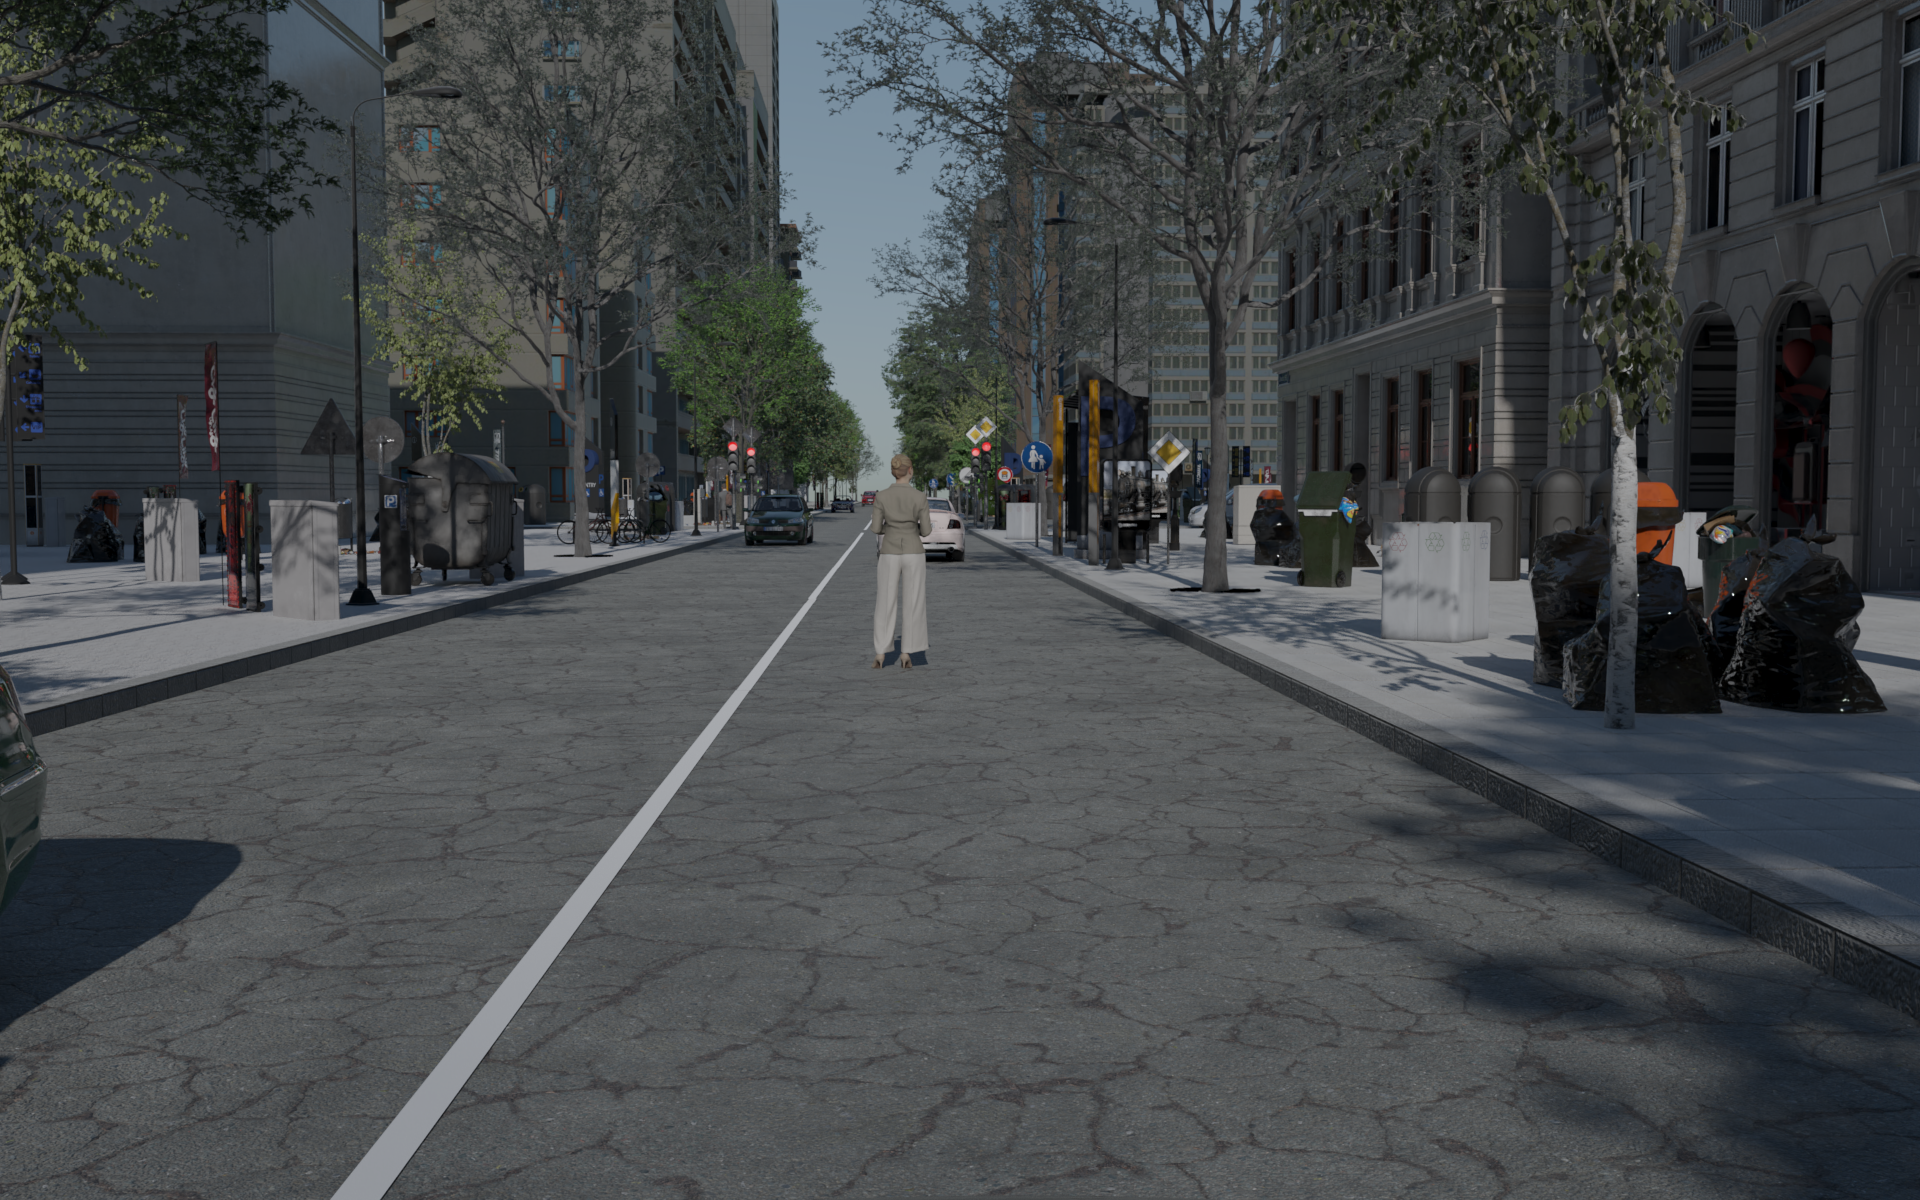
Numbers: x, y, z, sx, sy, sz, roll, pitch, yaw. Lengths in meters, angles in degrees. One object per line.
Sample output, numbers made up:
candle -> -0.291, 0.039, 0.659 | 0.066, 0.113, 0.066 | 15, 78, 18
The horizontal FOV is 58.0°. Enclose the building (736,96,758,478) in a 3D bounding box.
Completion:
building -> -27.658, -29.920, 172.794 | 14.154, 41.232, 14.086 | 0, 4, -2

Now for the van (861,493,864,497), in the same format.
van -> -11.564, -13.015, 219.812 | 2.013, 2.044, 4.112 | 0, 4, -2

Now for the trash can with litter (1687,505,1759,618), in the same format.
trash can with litter -> 7.776, -0.404, 17.999 | 0.624, 1.170, 1.055 | -1, 4, -15

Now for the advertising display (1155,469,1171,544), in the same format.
advertising display -> 4.980, -2.428, 44.905 | 0.974, 1.923, 0.123 | 0, 4, -1

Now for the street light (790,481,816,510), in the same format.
street light -> -9.552, -8.006, 103.444 | 1.470, 5.913, 1.316 | 0, 4, -2

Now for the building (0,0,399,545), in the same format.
building -> -27.284, -12.949, 47.881 | 21.152, 22.565, 11.583 | 0, 4, -2

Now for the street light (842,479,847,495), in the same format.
street light -> -12.536, -12.655, 179.457 | 1.470, 5.913, 1.316 | 0, 4, -2

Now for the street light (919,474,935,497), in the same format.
street light -> -2.881, -11.181, 155.356 | 1.470, 5.913, 1.316 | 0, 4, -2

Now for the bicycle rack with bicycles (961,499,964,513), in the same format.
bicycle rack with bicycles -> 0.457, -6.224, 115.149 | 2.925, 0.926, 2.852 | 0, 4, 7

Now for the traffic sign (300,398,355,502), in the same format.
traffic sign -> -8.514, -1.437, 23.494 | 0.884, 2.594, 0.081 | 0, 4, 4

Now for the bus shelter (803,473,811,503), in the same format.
bus shelter -> -12.580, -8.624, 134.927 | 2.014, 3.302, 5.546 | 0, 4, -2

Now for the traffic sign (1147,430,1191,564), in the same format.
traffic sign -> 3.792, -1.855, 31.511 | 0.795, 2.450, 0.064 | 0, 4, 5

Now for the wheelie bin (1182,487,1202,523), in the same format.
wheelie bin -> 10.377, -4.276, 77.828 | 0.980, 1.594, 0.693 | -3, 4, -36

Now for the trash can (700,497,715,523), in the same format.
trash can -> -10.811, -3.840, 74.440 | 0.748, 1.137, 0.748 | 0, 3, 0

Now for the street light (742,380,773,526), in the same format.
street light -> -8.290, -5.983, 70.368 | 1.470, 5.913, 1.316 | 0, 4, -2

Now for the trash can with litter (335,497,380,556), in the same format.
trash can with litter -> -12.863, -1.594, 37.126 | 1.678, 1.210, 2.233 | 2, 4, 29

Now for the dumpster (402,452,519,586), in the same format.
dumpster -> -7.128, -1.163, 24.779 | 1.264, 1.857, 1.865 | 0, 4, -2

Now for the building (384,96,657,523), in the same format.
building -> -31.813, -15.023, 90.669 | 27.650, 21.520, 28.899 | 0, 4, -2

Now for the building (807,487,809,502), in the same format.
building -> -33.111, -31.937, 293.876 | 14.160, 30.474, 14.107 | 0, 4, -2

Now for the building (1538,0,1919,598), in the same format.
building -> 17.515, -10.973, 21.211 | 13.314, 21.916, 24.055 | 0, 4, -2

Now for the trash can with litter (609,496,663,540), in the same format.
trash can with litter -> -9.221, -2.322, 49.017 | 1.678, 1.210, 2.233 | 1, 4, 17

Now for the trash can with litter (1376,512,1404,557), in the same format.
trash can with litter -> 9.022, -1.460, 35.255 | 1.055, 1.170, 0.624 | 2, 4, 25

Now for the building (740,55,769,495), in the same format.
building -> -32.350, -34.649, 190.211 | 21.300, 48.544, 21.600 | 0, 4, -2

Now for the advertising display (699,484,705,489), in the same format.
advertising display -> -17.010, -6.667, 114.226 | 0.123, 1.923, 0.974 | -1, 4, -23

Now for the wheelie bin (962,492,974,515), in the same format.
wheelie bin -> 0.560, -6.061, 107.006 | 0.693, 1.594, 0.980 | 2, 4, 25

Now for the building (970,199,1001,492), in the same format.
building -> 9.298, -36.985, 254.822 | 14.600, 45.320, 14.200 | 0, 4, -2

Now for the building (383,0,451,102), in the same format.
building -> -30.662, -30.890, 128.745 | 21.300, 48.544, 21.600 | 0, 4, -2

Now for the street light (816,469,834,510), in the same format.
street light -> -10.868, -10.029, 136.518 | 1.470, 5.913, 1.316 | 0, 4, -2

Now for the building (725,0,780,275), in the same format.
building -> -33.847, -49.393, 245.832 | 20.563, 71.187, 20.611 | 0, 4, -2

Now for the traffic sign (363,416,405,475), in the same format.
traffic sign -> -9.465, -1.728, 28.354 | 0.768, 2.556, 0.104 | 0, 4, 6

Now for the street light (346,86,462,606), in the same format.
street light -> -6.371, -2.895, 19.874 | 1.470, 5.913, 1.316 | 0, 4, -2

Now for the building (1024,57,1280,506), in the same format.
building -> 22.354, -28.544, 158.570 | 32.217, 40.220, 23.993 | 0, 4, -2

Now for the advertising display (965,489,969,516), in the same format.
advertising display -> 0.390, -6.000, 103.306 | 0.123, 1.923, 0.974 | 0, 4, -7

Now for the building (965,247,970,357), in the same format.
building -> 12.114, -38.900, 290.643 | 22.147, 44.769, 28.867 | 0, 4, -2

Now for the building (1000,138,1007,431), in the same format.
building -> 16.048, -33.281, 198.770 | 22.147, 44.769, 28.867 | 0, 4, -2

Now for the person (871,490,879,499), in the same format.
person -> -8.493, -10.373, 177.726 | 1.348, 1.869, 0.705 | -3, 4, -36

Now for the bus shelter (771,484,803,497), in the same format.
bus shelter -> -11.758, -7.411, 115.085 | 2.014, 3.302, 5.546 | 0, 4, -2

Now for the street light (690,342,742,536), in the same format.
street light -> -7.547, -4.918, 52.953 | 1.470, 5.913, 1.316 | 0, 4, -2

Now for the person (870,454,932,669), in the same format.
person -> -0.473, -0.316, 14.222 | 0.519, 1.759, 0.362 | 0, 4, 6

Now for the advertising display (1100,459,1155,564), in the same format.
advertising display -> 3.058, -1.631, 31.887 | 0.974, 1.923, 0.123 | -1, 4, -14

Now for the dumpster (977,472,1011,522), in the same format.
dumpster -> 1.503, -4.584, 77.446 | 1.502, 2.255, 1.985 | 0, 4, -2

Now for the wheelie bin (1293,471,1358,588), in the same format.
wheelie bin -> 5.069, -0.984, 23.995 | 0.980, 1.594, 0.693 | 3, 4, 38

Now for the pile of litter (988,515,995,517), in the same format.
pile of litter -> 1.813, -5.172, 98.522 | 1.176, 0.858, 1.719 | -2, 4, -24

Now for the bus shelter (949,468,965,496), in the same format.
bus shelter -> 0.010, -9.958, 140.448 | 2.179, 5.291, 8.768 | 0, 4, -2

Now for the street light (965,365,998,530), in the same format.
street light -> 0.765, -5.493, 62.357 | 1.470, 5.913, 1.316 | 0, 4, -2

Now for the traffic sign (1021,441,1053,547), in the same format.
traffic sign -> 1.864, -2.556, 41.895 | 0.768, 2.556, 0.104 | 0, 4, 4

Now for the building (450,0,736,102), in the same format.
building -> -31.466, -32.461, 154.437 | 21.300, 48.544, 21.600 | 0, 4, -2

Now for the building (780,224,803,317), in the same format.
building -> -36.085, -37.725, 271.429 | 22.147, 44.769, 28.867 | 0, 4, -2

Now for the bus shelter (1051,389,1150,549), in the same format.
bus shelter -> 3.347, -3.100, 41.973 | 1.731, 3.624, 6.357 | 0, 4, -2

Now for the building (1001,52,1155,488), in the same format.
building -> 12.177, -32.231, 177.092 | 14.600, 45.320, 14.200 | 0, 4, -2

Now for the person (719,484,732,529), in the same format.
person -> -8.934, -3.522, 66.052 | 0.622, 1.834, 0.822 | -1, 4, -17

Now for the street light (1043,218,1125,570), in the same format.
street light -> 2.091, -3.471, 29.284 | 1.470, 5.913, 1.316 | 0, 4, -2

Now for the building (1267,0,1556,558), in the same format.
building -> 15.302, -12.713, 44.011 | 11.583, 22.565, 21.152 | 0, 4, -2

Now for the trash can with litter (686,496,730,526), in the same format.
trash can with litter -> -10.439, -3.788, 72.985 | 2.233, 1.210, 1.678 | 0, 4, -1

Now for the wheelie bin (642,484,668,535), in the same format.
wheelie bin -> -9.584, -2.843, 54.395 | 0.693, 1.594, 0.980 | -2, 4, -34

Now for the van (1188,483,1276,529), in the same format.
van -> 10.829, -3.636, 66.456 | 4.112, 2.044, 2.013 | 0, 4, -1

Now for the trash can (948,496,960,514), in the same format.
trash can -> -0.398, -5.939, 108.753 | 0.748, 1.137, 0.748 | 0, 3, 0

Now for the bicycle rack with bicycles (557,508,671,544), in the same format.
bicycle rack with bicycles -> -9.047, -1.955, 45.352 | 2.925, 0.926, 2.852 | -1, 4, -12
